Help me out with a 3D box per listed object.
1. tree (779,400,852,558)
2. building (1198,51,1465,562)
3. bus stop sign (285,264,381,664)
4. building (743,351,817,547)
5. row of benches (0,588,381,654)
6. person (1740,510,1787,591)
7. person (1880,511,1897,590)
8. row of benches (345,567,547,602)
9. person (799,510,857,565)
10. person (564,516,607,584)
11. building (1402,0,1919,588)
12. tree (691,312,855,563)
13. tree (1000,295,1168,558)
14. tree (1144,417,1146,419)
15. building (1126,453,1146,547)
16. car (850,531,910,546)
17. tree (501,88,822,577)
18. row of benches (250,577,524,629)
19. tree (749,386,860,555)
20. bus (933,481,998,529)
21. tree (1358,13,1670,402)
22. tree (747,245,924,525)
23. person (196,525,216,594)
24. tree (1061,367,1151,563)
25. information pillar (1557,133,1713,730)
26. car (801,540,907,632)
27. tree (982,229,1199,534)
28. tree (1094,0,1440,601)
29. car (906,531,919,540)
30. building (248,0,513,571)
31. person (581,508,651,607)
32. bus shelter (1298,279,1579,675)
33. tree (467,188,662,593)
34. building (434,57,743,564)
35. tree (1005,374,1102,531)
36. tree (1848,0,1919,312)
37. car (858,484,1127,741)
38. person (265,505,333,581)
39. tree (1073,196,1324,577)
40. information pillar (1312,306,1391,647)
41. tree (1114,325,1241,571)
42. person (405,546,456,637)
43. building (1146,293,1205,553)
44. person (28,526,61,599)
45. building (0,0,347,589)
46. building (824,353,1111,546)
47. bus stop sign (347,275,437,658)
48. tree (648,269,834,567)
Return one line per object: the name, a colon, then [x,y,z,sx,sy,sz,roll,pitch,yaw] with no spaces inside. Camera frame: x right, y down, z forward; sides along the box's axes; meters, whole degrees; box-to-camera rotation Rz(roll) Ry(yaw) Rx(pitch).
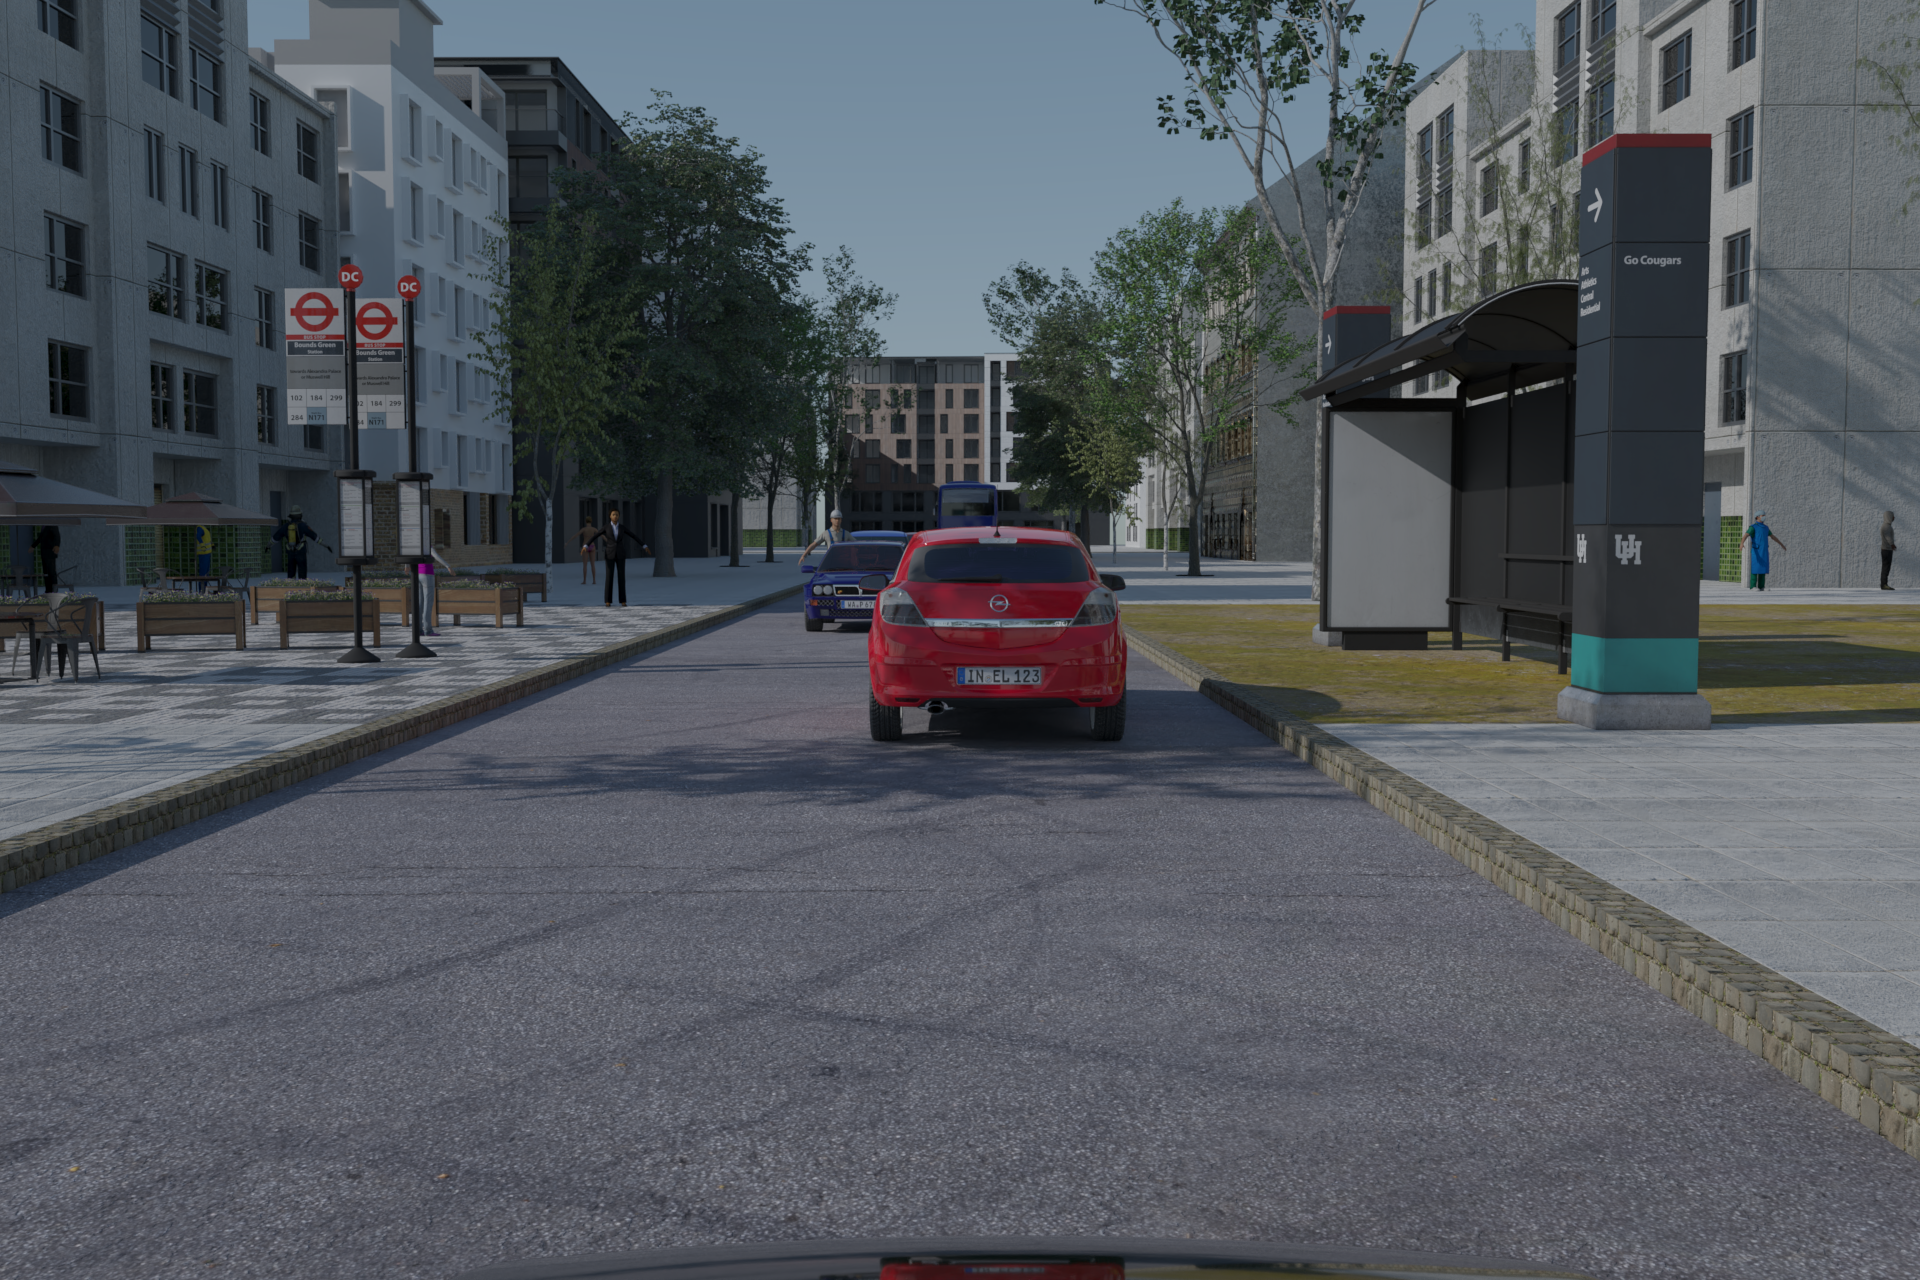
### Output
tree: [-8.084,-8.750,93.428,4.737,8.622,4.395,0,3,0]
building: [22.863,-15.741,88.294,19.493,23.208,18.063,0,4,0]
bus stop sign: [-6.243,-1.745,17.233,0.855,3.939,0.416,0,4,-1]
building: [-24.474,-19.297,181.960,16.747,18.905,31.486,0,4,-1]
row of benches: [-8.390,-0.225,19.140,4.104,0.672,1.422,-1,4,-19]
person: [17.975,-2.004,38.887,1.347,1.817,0.704,-1,4,-22]
person: [21.283,-2.053,39.694,0.705,1.813,1.348,2,4,24]
row of benches: [-9.220,-0.956,31.086,1.422,0.672,4.104,3,4,36]
person: [-2.110,-1.306,29.660,1.347,1.847,0.705,-1,4,-15]
person: [-9.507,-2.291,44.260,1.217,1.733,0.721,-2,4,-27]
building: [26.947,-11.619,56.435,16.747,18.905,31.486,0,4,-1]
tree: [-8.417,-9.301,77.822,9.928,11.665,9.643,0,3,0]
tree: [6.691,-11.335,91.977,9.857,13.997,8.962,0,3,0]
tree: [25.026,-21.313,204.359,12.611,20.169,13.585,0,3,0]
building: [21.667,-13.702,166.173,9.099,9.664,28.070,0,3,0]
car: [-1.576,-1.438,33.107,1.945,1.707,3.694,0,4,0]
tree: [-8.849,-8.866,51.619,9.857,13.997,8.962,0,3,0]
row of benches: [-8.124,-0.539,24.269,4.104,0.672,1.422,1,4,15]
tree: [-9.438,-10.355,103.710,7.601,10.594,8.767,0,4,2]
bus: [0.223,-5.364,79.247,2.896,3.916,12.251,0,4,-1]
tree: [8.381,-4.530,24.431,4.360,8.622,3.978,0,3,0]
tree: [-8.887,-15.915,116.107,12.611,20.169,13.585,0,3,0]
person: [-15.789,-1.828,36.359,0.721,1.772,1.216,-1,4,-13]
tree: [6.646,-7.648,75.410,4.737,8.622,4.395,0,3,0]
information pillar: [4.537,-1.358,11.582,0.750,3.857,0.750,0,4,0]
car: [-1.423,-0.861,26.665,1.945,1.354,3.894,0,3,0]
tree: [8.280,-15.349,106.839,12.611,20.169,13.585,0,3,0]
tree: [5.784,-10.866,33.544,12.611,20.169,13.585,0,3,0]
car: [-1.292,-2.689,53.013,2.155,1.783,4.494,0,4,0]
building: [-24.152,-12.508,60.920,16.016,20.090,11.380,0,4,1]
person: [-6.072,-1.457,30.550,1.216,1.740,0.721,-1,4,-19]
bus shelter: [4.769,-1.383,16.543,2.014,3.302,5.546,0,3,0]
tree: [-8.916,-5.360,37.990,4.737,8.622,4.395,0,3,0]
building: [-27.545,-15.104,90.920,27.936,21.610,32.646,0,4,1]
tree: [7.006,-12.264,118.648,7.486,12.596,7.792,0,3,0]
tree: [10.721,-4.113,17.617,4.360,8.622,3.978,0,3,0]
car: [0.258,-0.272,13.486,2.155,1.783,4.494,0,3,0]
person: [-13.286,-1.770,34.722,1.354,1.856,0.705,0,4,0]
tree: [7.216,-7.743,52.353,9.928,11.665,9.643,0,3,0]
information pillar: [4.556,-1.874,20.014,0.750,3.857,0.750,0,4,-2]
tree: [7.018,-6.748,60.687,4.360,8.622,3.978,0,3,0]
person: [-6.674,-0.764,21.752,0.991,1.433,0.599,3,4,37]
building: [24.369,-16.334,133.512,16.747,18.905,31.486,0,4,0]
person: [-17.950,-1.702,34.058,1.346,1.802,0.704,3,5,42]
building: [-28.899,-10.736,41.990,16.747,18.905,31.486,0,4,0]
building: [1.268,-22.110,207.933,32.646,21.610,27.936,0,4,3]
bus stop sign: [-5.894,-1.789,17.959,0.855,3.939,0.416,0,4,1]
tree: [-8.642,-8.658,67.319,9.928,11.665,9.643,0,3,0]
